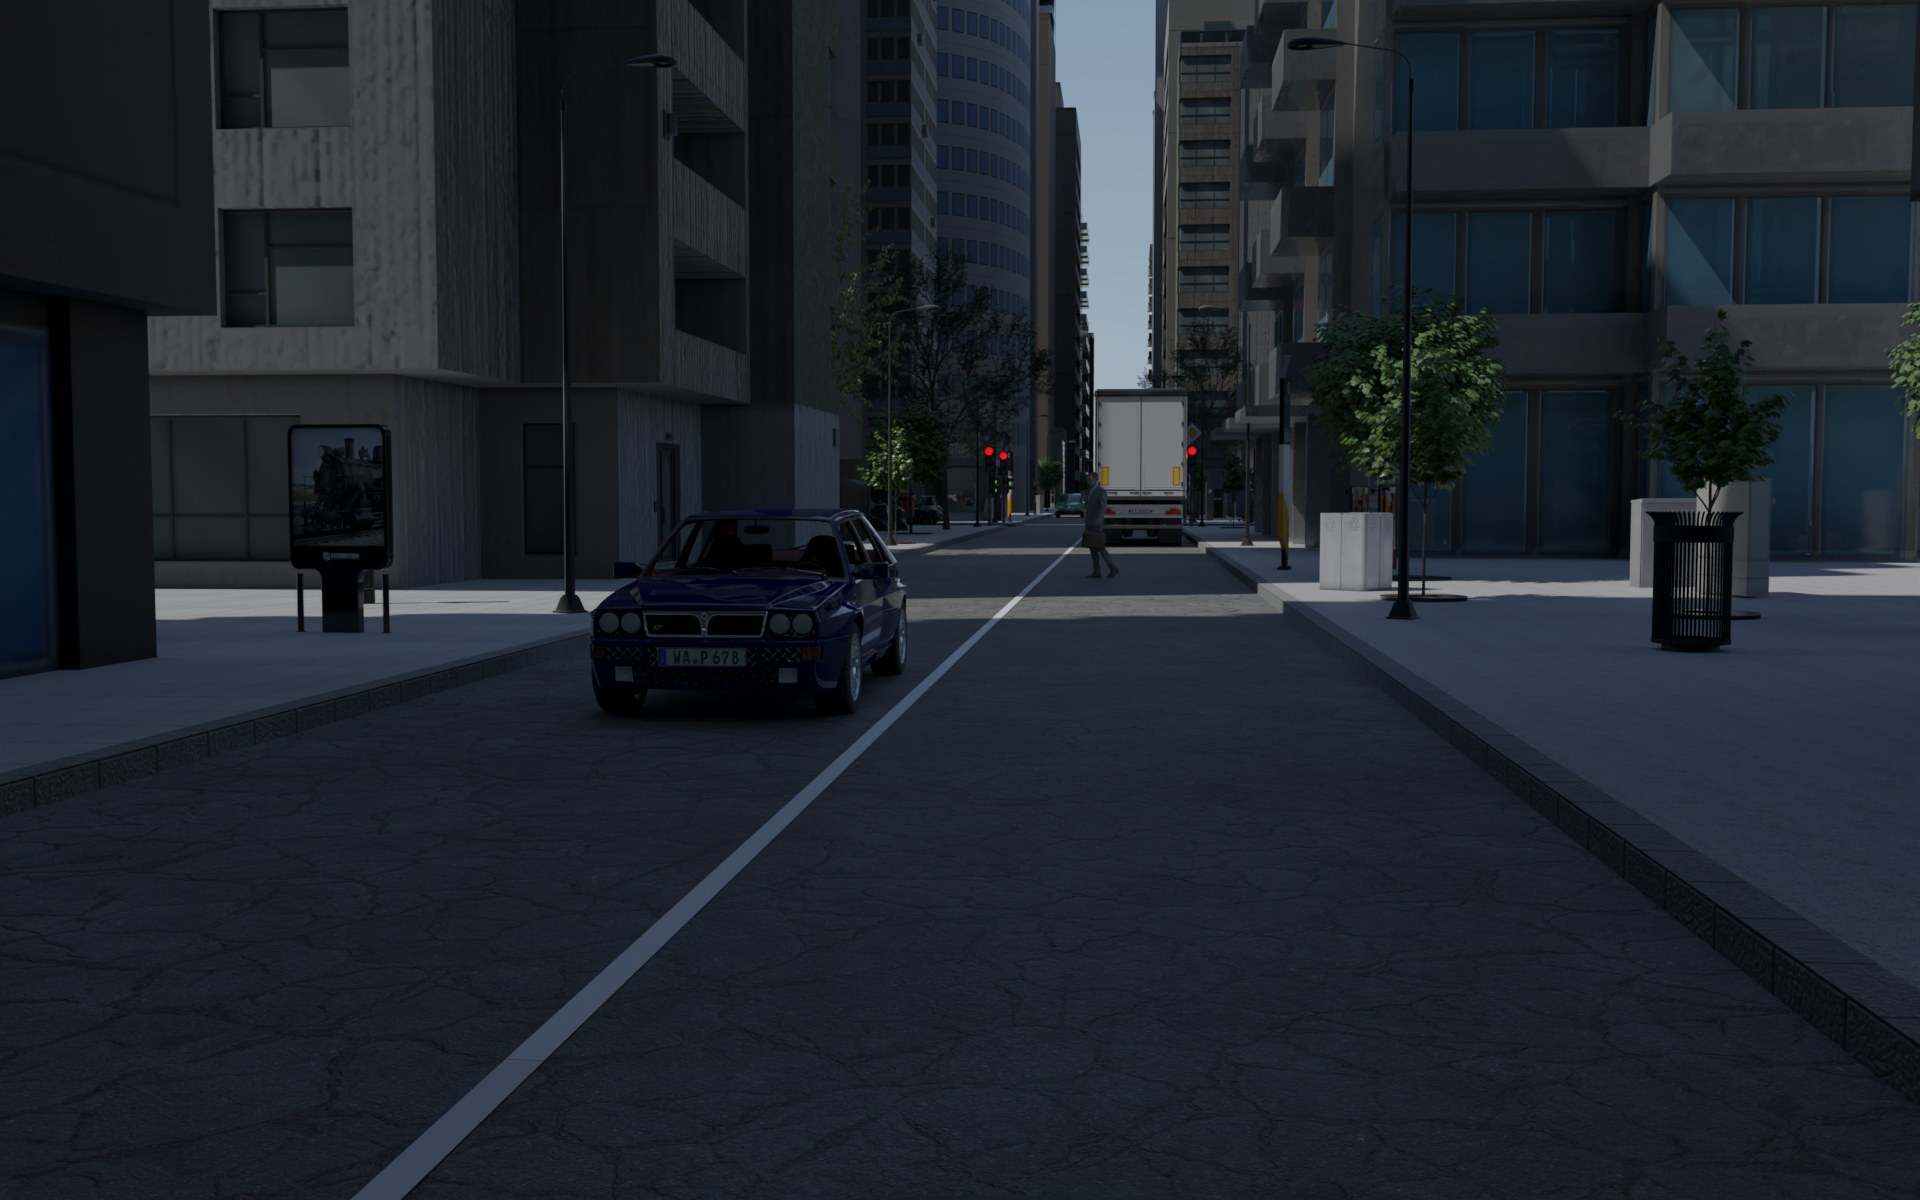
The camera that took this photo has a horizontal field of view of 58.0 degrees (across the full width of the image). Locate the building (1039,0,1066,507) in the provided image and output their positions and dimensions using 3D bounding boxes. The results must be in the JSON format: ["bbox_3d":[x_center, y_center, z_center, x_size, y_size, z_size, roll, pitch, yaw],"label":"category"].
[{"bbox_3d":[0.290,-53.141,181.519,22.319,86.520,31.000,0,4,6],"label":"building"}]

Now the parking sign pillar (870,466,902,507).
[{"bbox_3d":[-2.869,-4.880,68.264,1.447,3.967,1.447,0,4,8],"label":"parking sign pillar"}]

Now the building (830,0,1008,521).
[{"bbox_3d":[-14.060,-24.303,89.242,32.217,40.220,23.993,0,4,6],"label":"building"}]

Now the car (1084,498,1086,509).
[{"bbox_3d":[13.018,-9.511,167.510,2.014,1.417,4.499,0,4,8],"label":"car"}]

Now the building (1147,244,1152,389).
[{"bbox_3d":[42.874,-39.086,293.683,22.147,44.769,28.867,0,4,6],"label":"building"}]

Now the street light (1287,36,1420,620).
[{"bbox_3d":[4.021,-2.762,17.707,1.470,5.913,1.316,0,4,6],"label":"street light"}]

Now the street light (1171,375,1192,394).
[{"bbox_3d":[8.919,-5.811,67.553,1.470,5.913,1.316,0,4,6],"label":"street light"}]

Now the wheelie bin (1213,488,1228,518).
[{"bbox_3d":[13.800,-5.153,92.157,0.980,1.594,0.693,2,4,32],"label":"wheelie bin"}]

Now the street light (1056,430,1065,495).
[{"bbox_3d":[6.915,-9.417,126.503,1.470,5.913,1.316,0,4,6],"label":"street light"}]

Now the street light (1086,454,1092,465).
[{"bbox_3d":[14.374,-14.059,202.406,1.470,5.913,1.316,0,4,6],"label":"street light"}]

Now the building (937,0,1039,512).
[{"bbox_3d":[-5.496,-35.708,125.827,21.231,58.520,28.212,0,4,6],"label":"building"}]

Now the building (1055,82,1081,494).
[{"bbox_3d":[3.563,-35.782,208.735,21.300,48.544,21.600,0,4,6],"label":"building"}]

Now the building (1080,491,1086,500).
[{"bbox_3d":[1.982,-34.098,249.380,32.217,40.220,23.993,0,4,6],"label":"building"}]

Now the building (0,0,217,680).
[{"bbox_3d":[-13.481,-21.780,6.210,14.600,45.320,14.200,0,4,6],"label":"building"}]

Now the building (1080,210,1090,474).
[{"bbox_3d":[9.274,-40.159,276.203,23.786,49.044,30.456,0,4,6],"label":"building"}]

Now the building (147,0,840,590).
[{"bbox_3d":[-10.125,-15.710,28.553,14.160,30.474,14.107,0,4,6],"label":"building"}]

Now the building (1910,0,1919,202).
[{"bbox_3d":[40.879,-22.735,55.310,14.086,41.232,14.154,0,4,6],"label":"building"}]

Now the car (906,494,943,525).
[{"bbox_3d":[-2.730,-3.846,72.663,4.222,1.686,2.009,0,4,6],"label":"car"}]

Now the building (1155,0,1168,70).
[{"bbox_3d":[31.511,-39.452,187.042,21.231,58.520,28.212,0,4,6],"label":"building"}]

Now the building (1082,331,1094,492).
[{"bbox_3d":[15.969,-32.246,298.923,14.160,30.474,14.107,0,4,6],"label":"building"}]

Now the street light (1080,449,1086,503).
[{"bbox_3d":[11.917,-12.543,177.625,1.470,5.913,1.316,0,4,6],"label":"street light"}]

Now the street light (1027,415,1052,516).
[{"bbox_3d":[4.488,-7.885,101.466,1.470,5.913,1.316,0,4,6],"label":"street light"}]

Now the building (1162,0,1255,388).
[{"bbox_3d":[29.932,-32.950,162.441,21.300,48.544,21.600,0,4,6],"label":"building"}]

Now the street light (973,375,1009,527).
[{"bbox_3d":[1.217,-5.800,67.377,1.470,5.913,1.316,0,4,6],"label":"street light"}]

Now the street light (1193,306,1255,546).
[{"bbox_3d":[6.578,-4.296,42.788,1.470,5.913,1.316,0,4,6],"label":"street light"}]

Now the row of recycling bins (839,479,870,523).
[{"bbox_3d":[-3.066,-2.544,48.706,1.069,1.692,3.534,0,3,0],"label":"row of recycling bins"}]

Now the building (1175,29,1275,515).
[{"bbox_3d":[20.900,-20.780,111.462,14.160,30.474,14.107,0,4,6],"label":"building"}]

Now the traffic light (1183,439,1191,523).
[{"bbox_3d":[9.899,-5.344,76.292,0.839,4.253,0.868,0,4,6],"label":"traffic light"}]

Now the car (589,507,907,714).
[{"bbox_3d":[-1.415,0.000,12.581,1.945,1.354,3.894,0,4,5],"label":"car"}]

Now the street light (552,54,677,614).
[{"bbox_3d":[-3.684,-2.812,18.517,1.470,5.913,1.316,0,4,6],"label":"street light"}]

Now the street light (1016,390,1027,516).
[{"bbox_3d":[2.091,-6.385,76.928,1.470,5.913,1.316,0,4,6],"label":"street light"}]

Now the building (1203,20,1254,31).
[{"bbox_3d":[31.176,-27.242,137.291,32.217,40.220,23.993,0,4,6],"label":"building"}]

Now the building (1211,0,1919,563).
[{"bbox_3d":[19.082,-26.014,44.930,23.786,49.044,30.456,0,4,6],"label":"building"}]

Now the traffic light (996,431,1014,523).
[{"bbox_3d":[1.974,-5.390,77.048,0.839,4.253,0.868,0,4,6],"label":"traffic light"}]

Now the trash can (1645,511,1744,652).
[{"bbox_3d":[6.010,-0.157,14.215,0.748,1.137,0.748,0,3,0],"label":"trash can"}]

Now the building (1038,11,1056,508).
[{"bbox_3d":[1.577,-31.185,159.986,14.600,45.320,14.200,0,4,6],"label":"building"}]

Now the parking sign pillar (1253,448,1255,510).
[{"bbox_3d":[17.680,-6.861,100.652,1.447,3.967,1.447,1,4,15],"label":"parking sign pillar"}]

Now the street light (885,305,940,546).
[{"bbox_3d":[-1.188,-4.295,42.758,1.470,5.913,1.316,0,4,6],"label":"street light"}]

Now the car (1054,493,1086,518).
[{"bbox_3d":[6.802,-5.988,106.706,1.959,1.807,4.718,0,4,5],"label":"car"}]

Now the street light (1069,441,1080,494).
[{"bbox_3d":[9.616,-11.044,153.115,1.470,5.913,1.316,0,4,6],"label":"street light"}]
